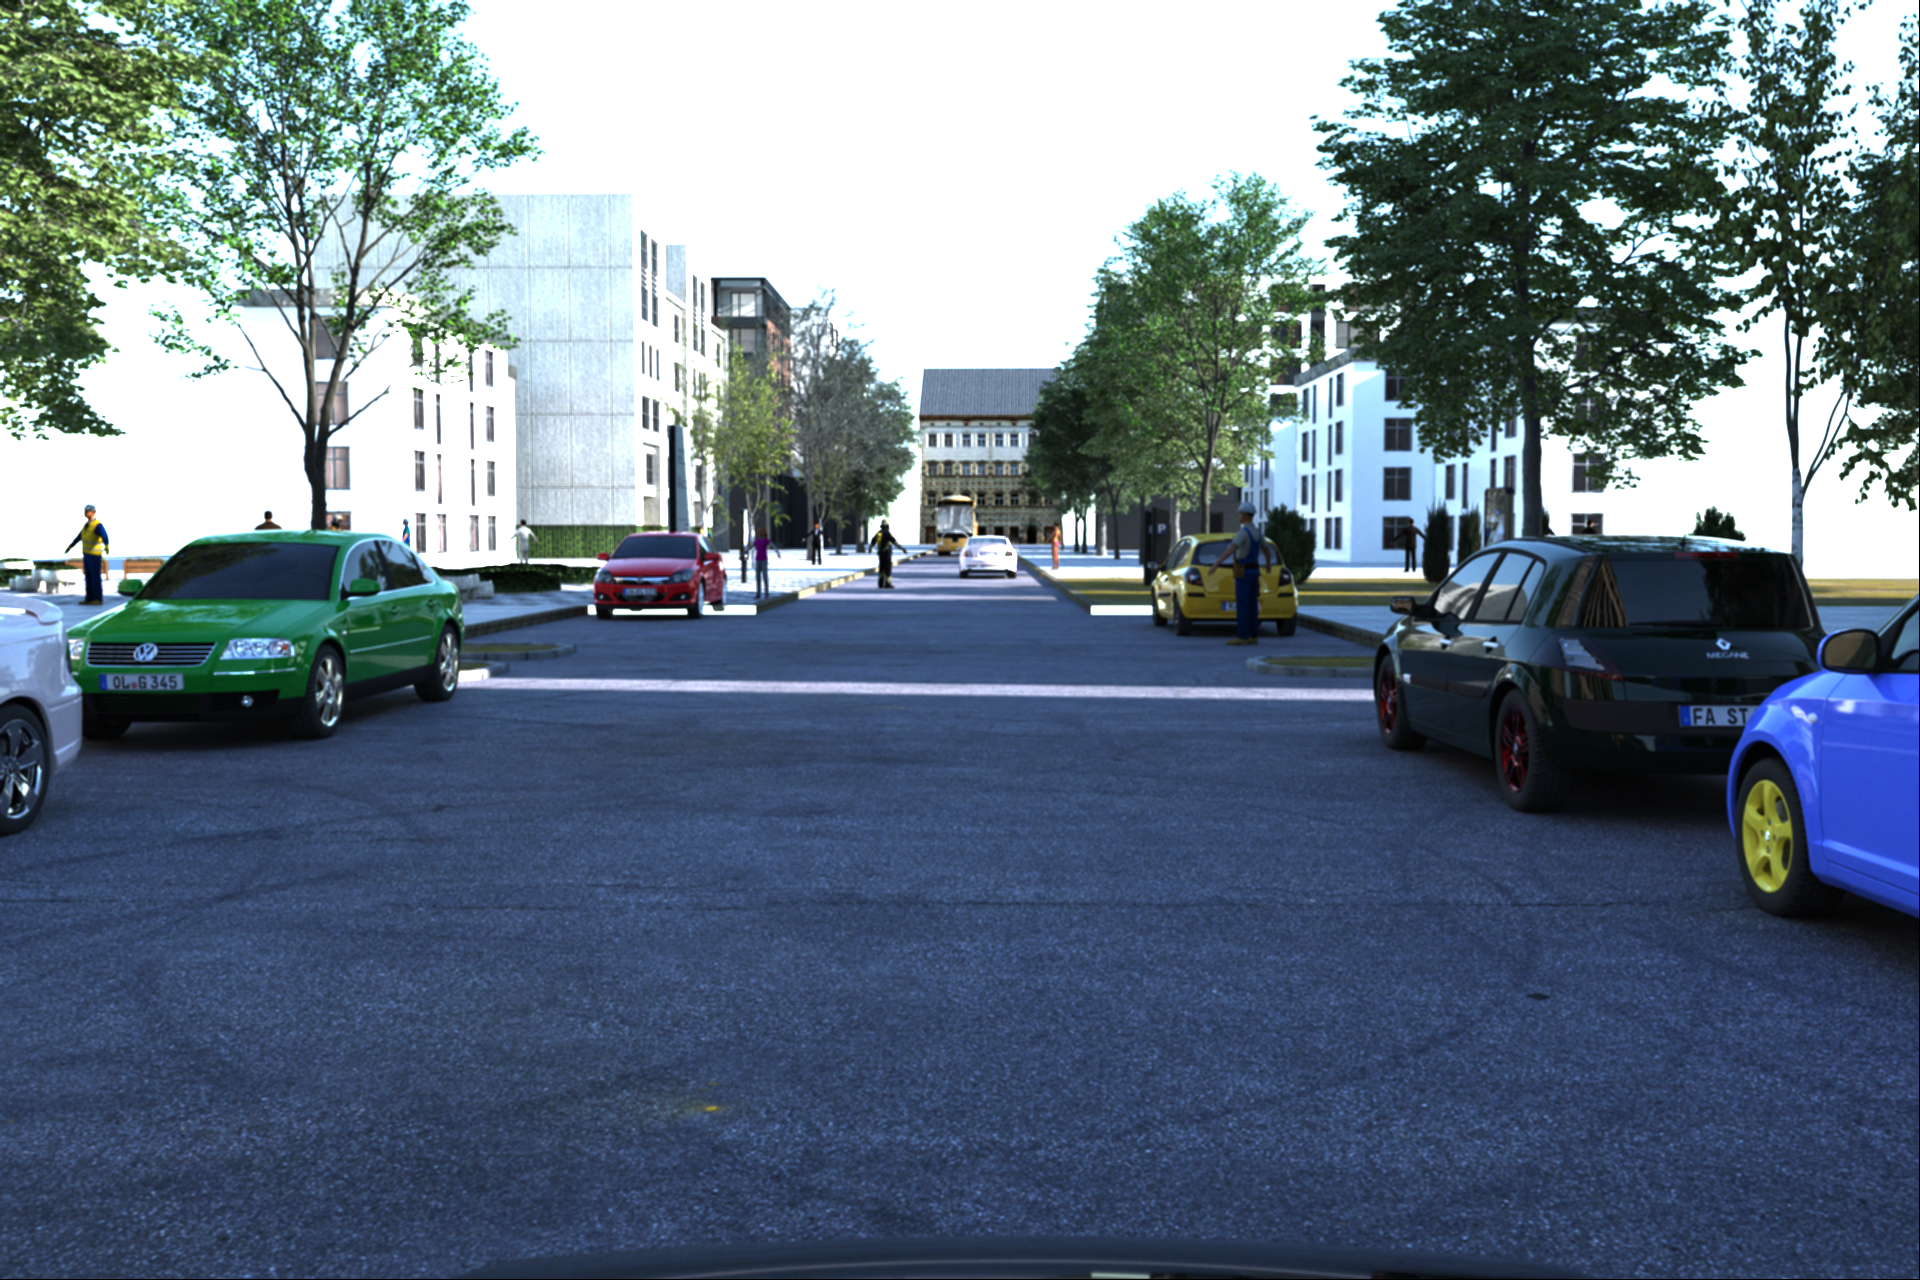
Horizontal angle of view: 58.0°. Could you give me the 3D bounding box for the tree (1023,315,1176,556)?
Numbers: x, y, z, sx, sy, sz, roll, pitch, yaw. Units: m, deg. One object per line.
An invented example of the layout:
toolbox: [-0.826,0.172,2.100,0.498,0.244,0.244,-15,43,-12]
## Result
tree: [8.192,-11.876,100.833,9.857,13.997,8.962,0,3,0]

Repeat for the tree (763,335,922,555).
tree: [-7.467,-12.008,106.700,12.009,13.543,11.850,0,3,0]

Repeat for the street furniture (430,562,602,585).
street furniture: [-11.681,-1.941,47.368,10.072,0.657,5.734,2,4,32]

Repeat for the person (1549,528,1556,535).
person: [18.487,-2.994,54.883,1.347,1.837,0.705,3,5,41]

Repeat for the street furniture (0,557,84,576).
street furniture: [-29.141,-2.177,51.227,5.734,0.657,10.072,-1,4,-13]

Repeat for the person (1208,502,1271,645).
person: [3.691,-0.864,22.438,0.705,1.847,1.347,3,5,43]

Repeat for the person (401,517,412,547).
person: [-17.855,-3.036,55.763,0.704,1.817,1.347,-1,4,-12]

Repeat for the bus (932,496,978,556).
bus: [-0.174,-7.574,115.386,2.896,3.916,12.252,0,4,1]

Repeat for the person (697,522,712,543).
person: [-10.443,-3.875,69.823,0.721,1.772,1.216,3,5,40]

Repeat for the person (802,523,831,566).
person: [-5.837,-3.899,70.463,1.216,1.740,0.721,0,4,-2]

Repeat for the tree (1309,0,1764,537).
tree: [9.519,-6.835,29.876,7.486,12.596,7.792,0,3,0]

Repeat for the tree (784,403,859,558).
tree: [-7.458,-8.727,93.052,4.360,8.622,3.978,0,3,0]

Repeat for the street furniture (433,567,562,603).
street furniture: [-11.616,-1.252,36.091,5.734,0.657,10.072,0,4,-1]

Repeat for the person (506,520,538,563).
person: [-16.062,-3.515,63.656,0.705,1.806,1.347,3,5,44]

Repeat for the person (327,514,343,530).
person: [-18.019,-2.716,50.178,0.705,1.858,1.354,0,4,-1]

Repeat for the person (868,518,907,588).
person: [-1.964,-2.297,45.788,1.354,1.856,0.705,3,5,40]

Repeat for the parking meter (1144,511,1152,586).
parking meter: [4.789,-2.290,43.148,0.399,1.863,0.255,0,4,-1]

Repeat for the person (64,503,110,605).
person: [-15.733,-1.551,31.331,1.349,1.833,0.705,2,4,33]

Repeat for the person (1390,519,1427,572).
person: [15.210,-3.196,58.476,1.346,1.802,0.704,0,4,-5]

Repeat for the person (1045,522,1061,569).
person: [3.396,-3.439,63.030,0.721,1.733,1.217,2,4,29]

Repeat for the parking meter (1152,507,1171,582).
parking meter: [4.339,-1.932,37.302,0.399,1.863,0.255,0,4,-1]

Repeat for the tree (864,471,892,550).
tree: [-6.992,-11.196,133.418,4.360,8.622,3.978,0,3,0]

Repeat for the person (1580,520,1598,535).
person: [23.009,-3.490,63.242,0.705,1.806,1.347,-1,4,-22]

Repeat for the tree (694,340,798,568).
tree: [-7.893,-7.025,65.223,4.737,8.622,4.395,0,3,0]

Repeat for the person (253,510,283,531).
person: [-15.502,-2.001,38.849,1.346,1.812,0.704,-2,4,-29]

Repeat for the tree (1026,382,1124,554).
tree: [8.078,-11.460,113.122,9.928,11.665,9.643,0,3,0]

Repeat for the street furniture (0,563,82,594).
street furniture: [-23.291,-1.455,39.410,5.734,0.657,10.072,-2,4,-35]

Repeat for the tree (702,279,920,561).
tree: [-7.054,-10.538,82.668,12.009,13.543,11.850,0,3,0]

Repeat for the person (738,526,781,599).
person: [-3.940,-1.522,34.156,0.991,1.433,0.599,2,4,26]

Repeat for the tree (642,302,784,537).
tree: [-8.487,-6.451,55.832,4.360,8.622,3.978,0,3,0]

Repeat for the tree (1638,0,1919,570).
tree: [9.754,-4.229,19.509,4.737,8.622,4.395,0,3,0]

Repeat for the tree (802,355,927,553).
tree: [-6.902,-13.041,119.877,9.857,13.997,8.962,0,3,0]
